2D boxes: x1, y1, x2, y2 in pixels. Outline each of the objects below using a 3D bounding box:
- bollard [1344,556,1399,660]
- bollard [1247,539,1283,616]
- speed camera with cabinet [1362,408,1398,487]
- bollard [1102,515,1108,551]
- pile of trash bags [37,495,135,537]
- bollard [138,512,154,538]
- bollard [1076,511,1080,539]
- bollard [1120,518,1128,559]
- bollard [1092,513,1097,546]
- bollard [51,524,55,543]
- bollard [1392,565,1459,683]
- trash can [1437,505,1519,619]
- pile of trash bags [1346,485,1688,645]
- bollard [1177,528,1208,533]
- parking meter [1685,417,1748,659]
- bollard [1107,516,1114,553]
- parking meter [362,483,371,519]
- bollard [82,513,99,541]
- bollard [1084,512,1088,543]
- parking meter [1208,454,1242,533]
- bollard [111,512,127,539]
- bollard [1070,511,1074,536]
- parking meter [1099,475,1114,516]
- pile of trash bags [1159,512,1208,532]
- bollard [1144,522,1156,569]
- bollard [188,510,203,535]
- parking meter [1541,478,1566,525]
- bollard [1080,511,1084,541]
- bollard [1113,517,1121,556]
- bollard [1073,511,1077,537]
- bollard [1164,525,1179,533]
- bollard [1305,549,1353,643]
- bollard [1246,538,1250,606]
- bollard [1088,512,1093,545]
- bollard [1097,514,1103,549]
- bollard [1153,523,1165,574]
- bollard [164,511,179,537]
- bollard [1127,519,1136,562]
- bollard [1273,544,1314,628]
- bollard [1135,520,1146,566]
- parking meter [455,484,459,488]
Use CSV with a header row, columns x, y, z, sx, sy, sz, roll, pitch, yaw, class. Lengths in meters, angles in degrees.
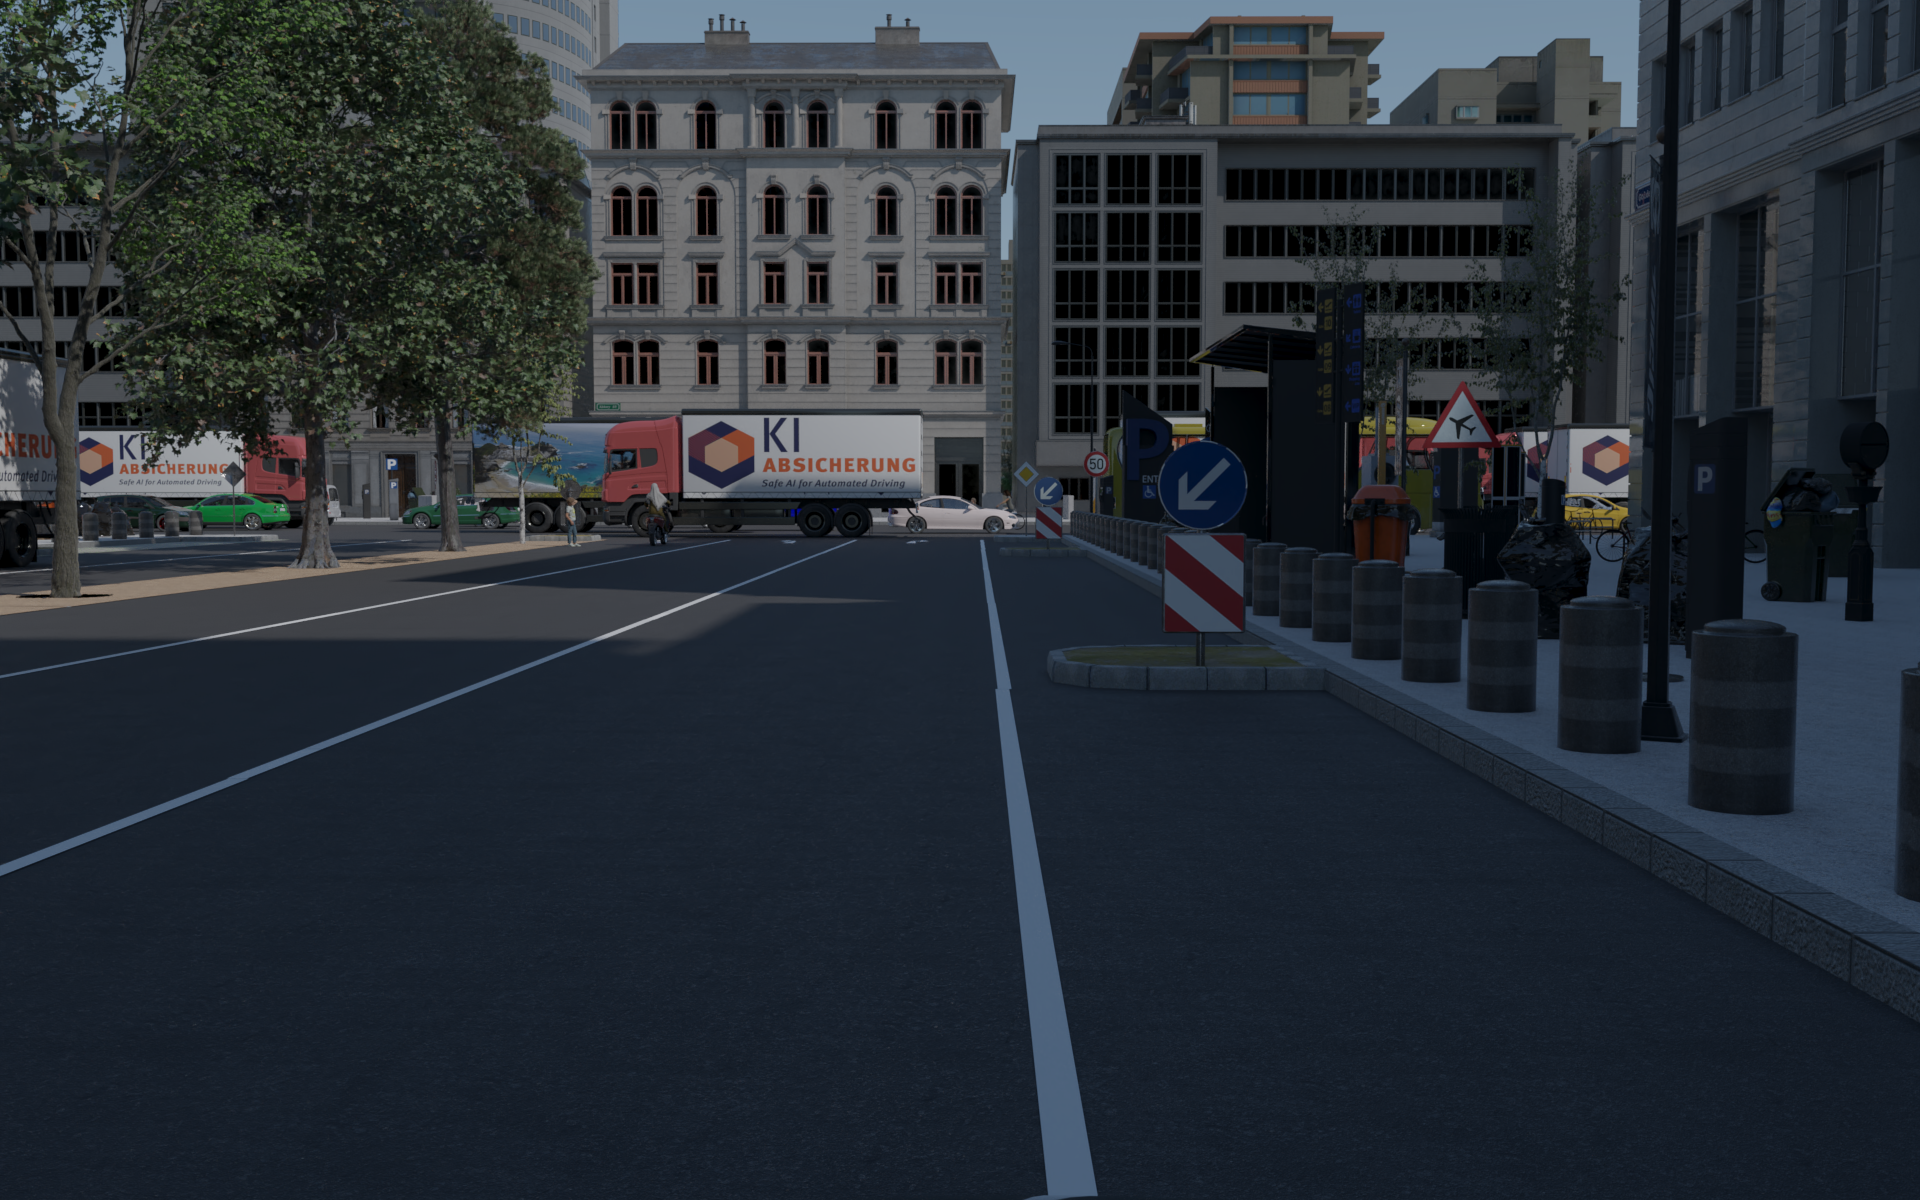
x,y,z,sx,sy,sz,roll,pitch,yaw,class
3.265,0.073,13.527,0.404,0.777,0.398,0,3,0,bollard
3.302,-0.221,18.337,0.404,0.777,0.398,0,3,0,bollard
8.903,-2.755,39.372,2.038,3.252,0.660,-1,4,-10,speed camera with cabinet
3.483,-1.501,39.263,0.404,0.777,0.398,0,3,0,bollard
-26.511,-2.585,52.019,1.912,1.369,3.447,0,4,6,pile of trash bags
-23.835,-2.202,50.726,0.404,0.777,0.398,0,3,0,bollard
3.572,-2.092,48.919,0.404,0.777,0.398,0,3,0,bollard
3.446,-1.205,34.411,0.404,0.777,0.398,0,3,0,bollard
3.516,-1.697,42.467,0.404,0.777,0.398,0,3,0,bollard
-23.875,-1.907,45.901,0.404,0.777,0.398,0,3,0,bollard
3.249,0.171,11.925,0.404,0.777,0.398,0,3,0,bollard
5.317,-0.383,17.917,0.748,1.137,0.748,0,3,0,trash can
5.284,-0.390,16.124,3.447,1.369,1.912,2,4,31,pile of trash bags
3.359,-0.615,24.773,0.404,0.777,0.398,0,3,0,bollard
5.828,-0.468,13.364,0.255,1.863,0.399,-1,4,-18,parking meter
3.472,-1.403,37.659,0.404,0.777,0.398,0,3,0,bollard
-30.833,-5.151,89.925,0.399,1.863,0.255,-2,4,-30,parking meter
-23.861,-2.006,47.522,0.404,0.777,0.398,0,3,0,bollard
3.543,-1.895,45.701,0.404,0.777,0.398,0,3,0,bollard
3.361,-0.994,21.961,0.399,1.863,0.255,0,4,1,parking meter
-23.851,-2.104,49.124,0.404,0.777,0.398,0,3,0,bollard
3.600,-2.288,52.124,0.404,0.777,0.398,0,3,0,bollard
4.534,-2.933,53.666,0.399,1.863,0.255,-2,4,-24,parking meter
5.390,-1.578,35.552,1.912,1.369,3.447,-1,4,-20,pile of trash bags
3.407,-0.910,29.592,0.404,0.777,0.398,0,3,0,bollard
-23.807,-2.399,53.948,0.404,0.777,0.398,0,3,0,bollard
9.682,-1.215,28.282,0.372,1.533,0.369,0,3,0,parking meter
3.556,-1.994,47.314,0.404,0.777,0.398,0,3,0,bollard
3.459,-1.304,36.037,0.404,0.777,0.398,0,3,0,bollard
3.586,-2.190,50.522,0.404,0.777,0.398,0,3,0,bollard
3.376,-0.713,26.375,0.404,0.777,0.398,0,3,0,bollard
3.281,-0.025,15.129,0.404,0.777,0.398,0,3,0,bollard
3.318,-0.319,19.939,0.404,0.777,0.398,0,3,0,bollard
3.531,-1.796,44.083,0.404,0.777,0.398,0,3,0,bollard
3.502,-1.599,40.865,0.404,0.777,0.398,0,3,0,bollard
3.389,-0.811,27.977,0.404,0.777,0.398,0,3,0,bollard
-23.820,-2.301,52.344,0.404,0.777,0.398,0,3,0,bollard
3.429,-1.107,32.808,0.404,0.777,0.398,0,3,0,bollard
3.291,-0.123,16.732,0.404,0.777,0.398,0,3,0,bollard
3.416,-1.008,31.194,0.404,0.777,0.398,0,3,0,bollard
-26.973,-5.307,92.487,0.255,1.863,0.399,2,4,31,parking meter
